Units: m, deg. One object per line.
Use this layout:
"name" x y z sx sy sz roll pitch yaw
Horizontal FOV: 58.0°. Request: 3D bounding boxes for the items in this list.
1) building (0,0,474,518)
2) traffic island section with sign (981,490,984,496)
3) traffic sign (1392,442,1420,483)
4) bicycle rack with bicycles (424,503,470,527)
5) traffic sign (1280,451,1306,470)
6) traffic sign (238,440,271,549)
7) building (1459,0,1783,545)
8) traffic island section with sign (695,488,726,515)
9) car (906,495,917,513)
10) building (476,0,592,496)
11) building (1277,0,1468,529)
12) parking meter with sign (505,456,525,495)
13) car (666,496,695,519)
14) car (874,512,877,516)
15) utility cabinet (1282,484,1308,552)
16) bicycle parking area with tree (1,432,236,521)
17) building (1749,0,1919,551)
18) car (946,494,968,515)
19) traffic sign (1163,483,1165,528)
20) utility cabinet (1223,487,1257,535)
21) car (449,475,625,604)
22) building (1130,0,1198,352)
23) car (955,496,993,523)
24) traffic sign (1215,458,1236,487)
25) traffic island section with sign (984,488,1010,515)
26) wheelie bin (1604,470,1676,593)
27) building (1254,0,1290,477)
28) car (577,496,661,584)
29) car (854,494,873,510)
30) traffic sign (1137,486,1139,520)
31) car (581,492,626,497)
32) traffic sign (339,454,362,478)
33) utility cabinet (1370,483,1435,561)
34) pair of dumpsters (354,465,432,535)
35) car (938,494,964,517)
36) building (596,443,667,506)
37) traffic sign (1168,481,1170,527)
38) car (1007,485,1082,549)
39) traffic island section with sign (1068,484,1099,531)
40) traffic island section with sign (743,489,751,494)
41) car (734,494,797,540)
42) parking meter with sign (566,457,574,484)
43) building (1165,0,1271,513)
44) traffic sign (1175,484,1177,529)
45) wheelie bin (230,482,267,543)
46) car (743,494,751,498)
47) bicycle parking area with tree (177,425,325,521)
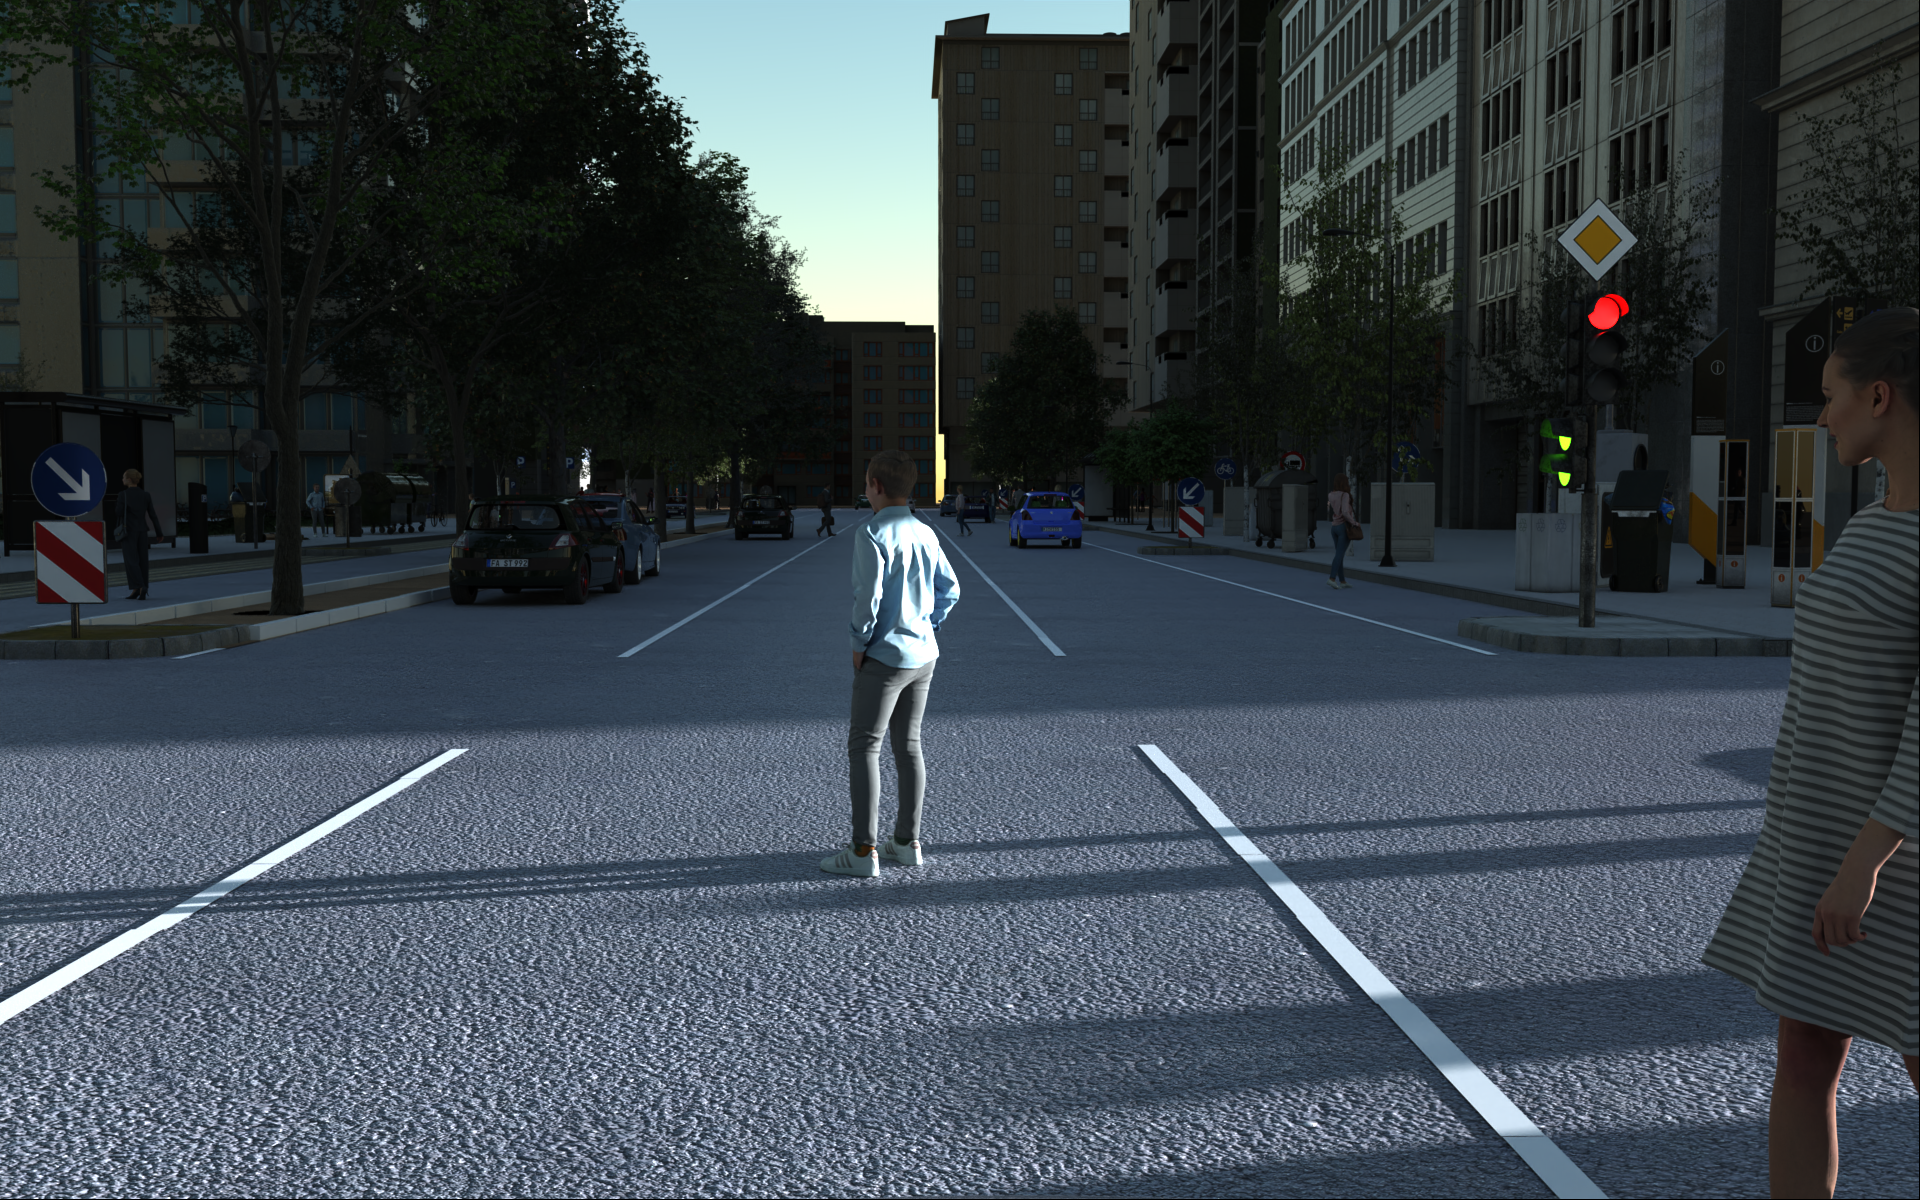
"building" -42.484 -29.675 104.796 23.786 49.044 30.456 0 4 -2
"traffic island section with sign" 1.980 -8.457 146.901 1.989 1.847 2.006 0 4 -2
"traffic sign" 10.798 -2.574 42.184 0.768 2.556 0.104 0 4 5
"bicycle rack with bicycles" -19.800 -3.350 68.149 2.852 0.926 2.925 0 4 -3
"traffic sign" 9.809 -3.123 51.173 0.768 2.556 0.104 0 4 1
"traffic sign" -16.519 -2.474 40.563 0.768 2.556 0.104 0 4 -1
"building" 24.512 -14.354 52.714 12.078 24.808 19.932 0 4 -2
"traffic island section with sign" -16.946 -6.678 117.807 1.989 1.847 2.006 0 4 -2
"car" -4.348 -7.281 131.412 2.083 1.381 4.827 0 4 0
"building" -45.524 -36.823 144.047 28.212 58.520 21.231 0 4 -2
"building" 22.818 -18.340 77.344 11.434 29.767 29.804 0 4 -2
"parking meter with sign" -20.961 -5.146 80.403 1.738 3.016 0.543 2 4 35
"car" -16.567 -5.442 101.552 1.945 1.354 3.894 0 4 -1
"car" -4.811 -6.413 114.437 1.945 1.707 3.694 0 4 -1
"utility cabinet" 7.460 -1.823 38.482 0.318 1.500 1.173 2 4 25
"bicycle parking area with tree" -40.974 -5.861 82.829 9.016 4.147 8.231 1 4 16
"building" 30.819 -15.152 35.128 23.554 28.519 14.401 0 4 -2
"car" -0.089 -6.687 119.111 2.009 1.686 4.222 0 4 -3
"traffic sign" 7.801 -4.048 66.186 0.884 2.594 0.081 0 4 5
"utility cabinet" 8.696 -2.723 53.201 1.173 1.500 0.318 0 4 -2
"car" -5.749 -0.862 23.874 2.009 1.686 4.222 0 4 -1
"building" 28.944 -33.880 143.177 28.713 52.752 27.495 0 4 -2
"car" 0.731 -4.564 87.205 1.945 1.354 3.894 0 4 -3
"traffic sign" 9.393 -3.745 61.330 0.768 2.556 0.104 0 4 4
"traffic island section with sign" 2.836 -6.777 119.437 1.989 1.847 2.006 0 4 -2
"wheelie bin" 8.960 -0.911 22.801 0.980 1.594 0.693 3 5 43
"building" 24.431 -20.211 102.153 14.160 30.474 14.107 0 4 -2
"car" -6.028 -1.021 28.701 2.014 1.417 4.499 0 4 -4
"car" -8.726 -9.022 159.308 2.131 1.459 4.920 0 4 -3
"traffic sign" 8.879 -5.288 86.463 0.884 2.594 0.081 0 4 6
"car" -11.534 -2.859 55.788 2.155 1.783 4.494 0 4 -1
"traffic sign" -19.916 -3.461 56.594 0.884 2.594 0.081 0 4 7
"utility cabinet" 8.437 -1.490 33.037 1.173 1.500 0.318 1 4 11
"pair of dumpsters" -18.572 -3.305 56.536 1.574 2.255 4.437 0 4 -2
"car" -0.404 -6.103 111.783 2.014 1.417 4.499 0 4 -2
"building" -39.125 -25.670 191.400 14.107 30.474 14.160 0 4 -2
"traffic sign" 8.141 -4.127 67.474 0.884 2.594 0.081 0 4 4
"car" 2.279 -2.282 46.909 1.945 1.707 3.694 0 4 -4
"traffic island section with sign" 4.437 -3.676 68.737 1.989 1.847 2.006 0 4 -2
"traffic island section with sign" -17.789 -8.330 144.828 1.989 1.847 2.006 0 4 -2
"car" -6.230 -2.784 55.305 2.009 1.686 4.222 0 4 -3
"parking meter with sign" -18.996 -5.266 82.368 0.543 3.016 1.738 -3 5 -41
"building" 25.961 -41.596 118.338 20.563 71.187 20.611 0 4 -2
"traffic sign" 7.836 -3.842 62.813 0.884 2.594 0.081 0 4 -1
"wheelie bin" -18.841 -2.318 45.802 0.693 1.594 0.980 2 4 31
"car" -14.209 -6.520 116.817 2.015 1.641 3.980 0 4 -3
"bicycle parking area with tree" -30.454 -5.390 75.129 9.016 4.147 8.231 1 4 16
